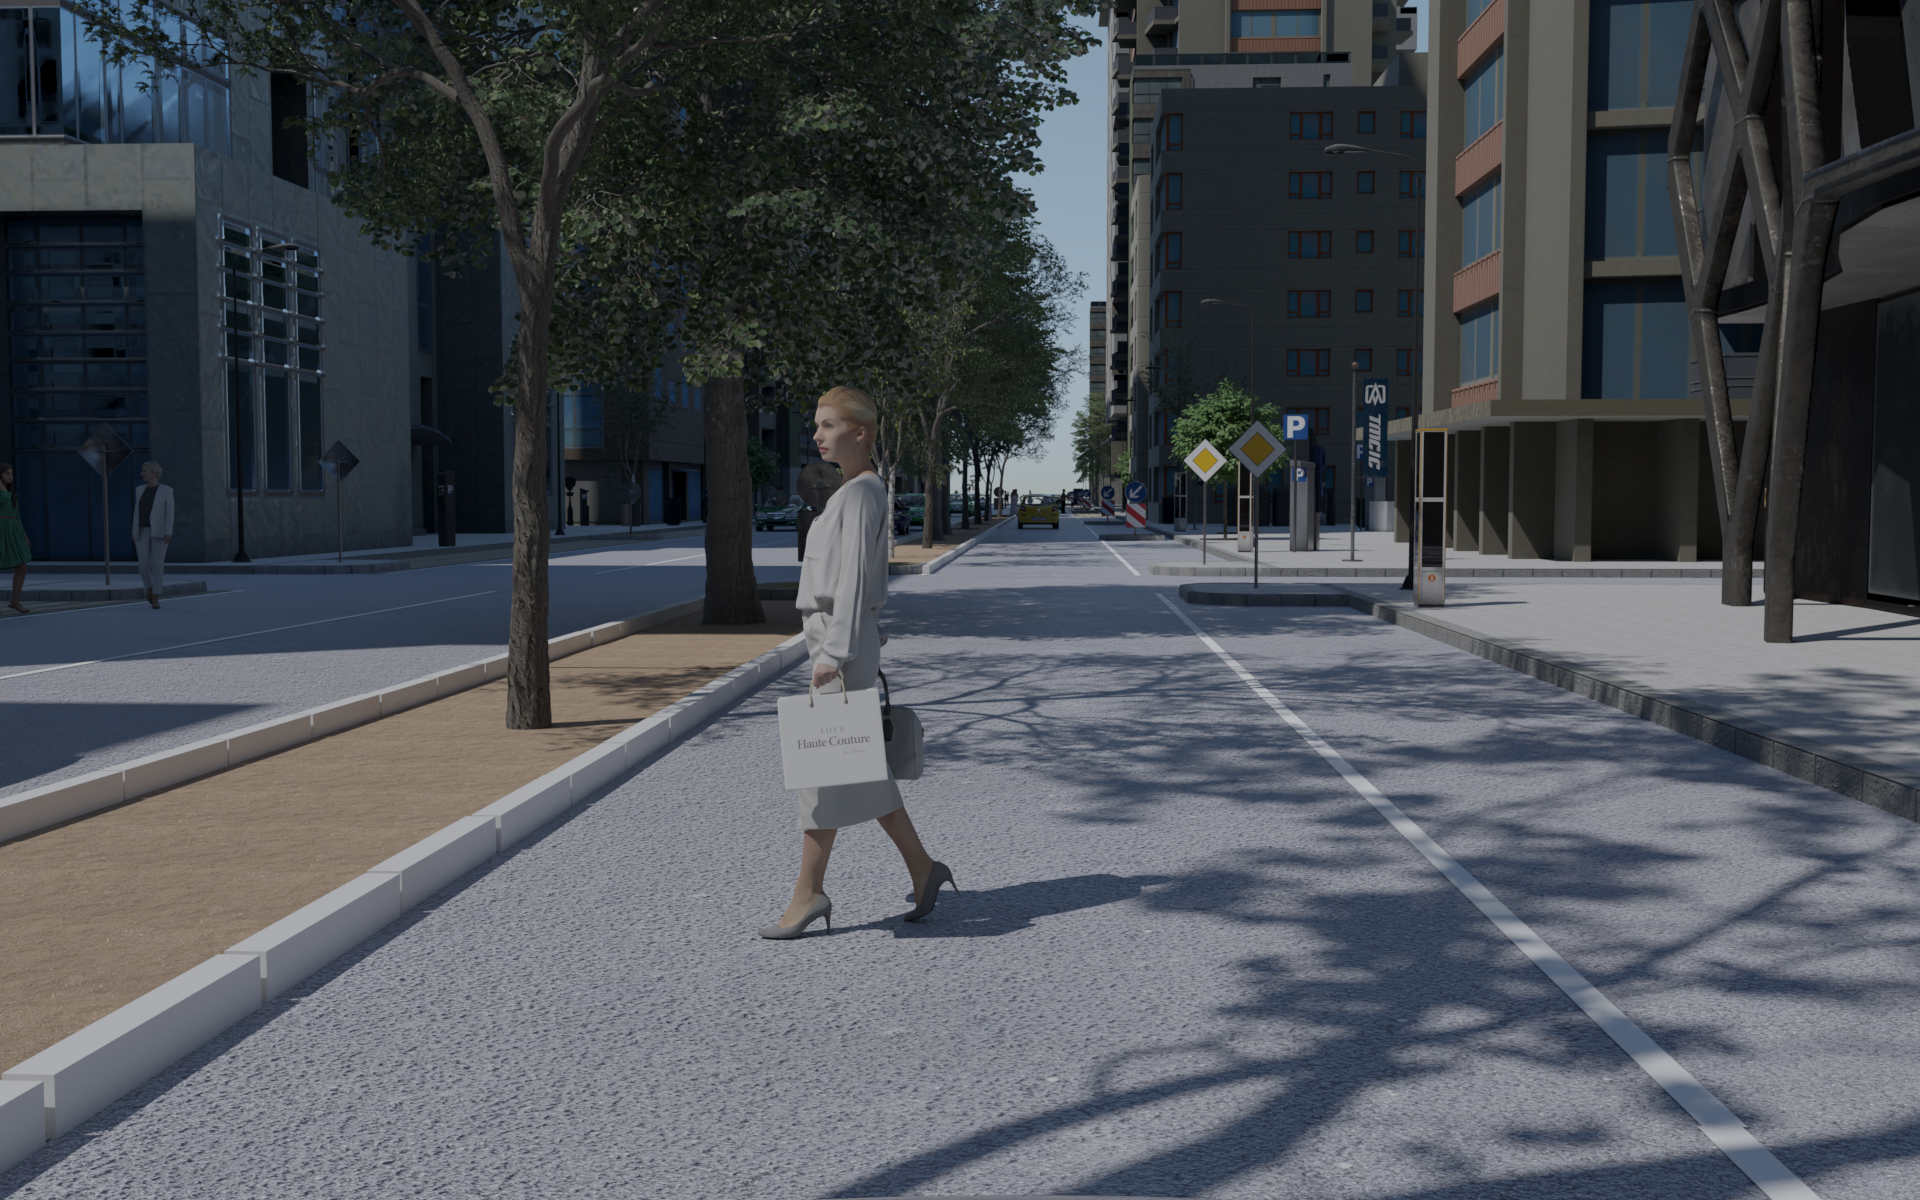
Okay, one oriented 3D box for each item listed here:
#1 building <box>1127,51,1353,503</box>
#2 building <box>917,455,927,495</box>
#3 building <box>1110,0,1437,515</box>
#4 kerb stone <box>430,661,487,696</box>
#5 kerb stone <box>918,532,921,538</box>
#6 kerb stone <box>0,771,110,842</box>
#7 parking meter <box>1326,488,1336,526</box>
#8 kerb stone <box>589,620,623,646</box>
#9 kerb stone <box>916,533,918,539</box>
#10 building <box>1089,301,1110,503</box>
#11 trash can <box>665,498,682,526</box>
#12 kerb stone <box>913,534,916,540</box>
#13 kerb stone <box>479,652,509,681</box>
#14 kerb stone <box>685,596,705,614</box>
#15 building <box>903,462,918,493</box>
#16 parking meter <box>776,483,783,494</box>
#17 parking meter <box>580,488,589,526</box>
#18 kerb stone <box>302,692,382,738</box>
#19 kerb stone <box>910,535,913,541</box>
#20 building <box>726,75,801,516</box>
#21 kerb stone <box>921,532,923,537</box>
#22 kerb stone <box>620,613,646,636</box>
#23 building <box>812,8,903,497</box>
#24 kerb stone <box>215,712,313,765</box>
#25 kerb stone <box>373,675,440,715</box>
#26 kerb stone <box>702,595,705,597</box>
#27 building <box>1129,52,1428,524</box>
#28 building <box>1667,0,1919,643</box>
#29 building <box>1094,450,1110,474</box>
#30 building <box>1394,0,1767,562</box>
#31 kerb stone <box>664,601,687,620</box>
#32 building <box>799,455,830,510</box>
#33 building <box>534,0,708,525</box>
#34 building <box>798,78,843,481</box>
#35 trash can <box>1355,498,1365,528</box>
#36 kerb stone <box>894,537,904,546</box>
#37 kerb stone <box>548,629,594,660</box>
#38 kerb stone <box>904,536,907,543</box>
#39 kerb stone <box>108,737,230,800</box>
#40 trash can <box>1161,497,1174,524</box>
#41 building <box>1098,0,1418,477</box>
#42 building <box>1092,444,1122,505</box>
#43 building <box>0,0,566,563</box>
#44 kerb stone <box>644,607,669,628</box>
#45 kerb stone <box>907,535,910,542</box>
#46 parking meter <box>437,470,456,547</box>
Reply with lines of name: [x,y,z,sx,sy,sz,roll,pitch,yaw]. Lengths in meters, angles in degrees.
building: [18.380,-21.138,117.309,14.160,30.474,14.107,0,4,3]
building: [-11.038,-34.376,212.150,14.600,45.320,14.200,0,4,3]
building: [23.347,-29.603,138.627,22.147,44.769,28.867,0,4,3]
kerb stone: [-3.691,0.585,12.638,0.120,0.150,1.000,0,4,3]
kerb stone: [-1.418,-2.015,55.148,0.120,0.150,1.000,0,4,3]
kerb stone: [-3.963,0.897,7.528,0.120,0.150,1.000,0,4,3]
parking meter: [14.995,-3.766,69.977,0.372,1.533,0.369,0,3,0]
kerb stone: [-3.468,0.334,16.731,0.120,0.150,1.000,0,4,3]
kerb stone: [-1.485,-1.952,54.117,0.120,0.150,1.000,0,4,3]
building: [26.257,-29.758,258.241,14.160,30.474,14.107,0,4,3]
trash can: [-11.664,-3.596,70.455,0.748,1.137,0.748,0,3,0]
kerb stone: [-1.531,-1.890,53.096,0.120,0.150,1.000,0,4,3]
kerb stone: [-3.638,0.525,13.669,0.120,0.150,1.000,0,4,3]
kerb stone: [-3.262,0.093,20.825,0.120,0.150,1.000,0,4,3]
building: [-9.329,-34.949,255.008,14.154,41.232,14.086,0,4,3]
parking meter: [-9.807,-5.408,94.138,0.255,1.863,0.399,1,4,21]
parking meter: [-15.174,-3.766,69.978,0.372,1.533,0.369,0,3,0]
kerb stone: [-3.803,0.709,10.597,0.120,0.150,1.000,0,4,3]
kerb stone: [-1.593,-1.827,52.076,0.120,0.150,1.000,0,4,3]
building: [-17.194,-20.081,100.025,14.160,30.474,14.107,0,4,3]
kerb stone: [-1.372,-2.077,56.177,0.120,0.150,1.000,0,4,3]
kerb stone: [-3.419,0.273,17.757,0.120,0.150,1.000,0,4,3]
building: [-16.922,-32.990,163.084,21.300,48.544,21.600,0,4,3]
kerb stone: [-3.860,0.772,9.569,0.120,0.150,1.000,0,4,3]
kerb stone: [-3.744,0.650,11.618,0.120,0.150,1.000,0,4,3]
kerb stone: [-3.204,0.021,21.852,0.120,0.150,1.000,0,4,3]
building: [23.156,-14.850,87.845,27.650,21.520,28.899,0,4,3]
building: [15.010,-8.904,13.036,16.820,18.784,16.811,0,4,3]
building: [29.719,-56.338,233.803,22.319,86.520,31.000,0,4,3]
building: [24.657,-23.588,40.289,28.867,44.769,22.147,0,4,3]
kerb stone: [-3.318,0.146,19.803,0.120,0.150,1.000,0,4,3]
building: [-19.716,-41.535,117.354,20.563,71.187,20.611,0,4,3]
building: [-19.241,-26.120,77.169,14.600,45.320,14.200,0,4,3]
building: [-24.584,-27.460,140.850,32.217,40.220,23.993,0,4,3]
trash can: [15.416,-3.326,66.039,0.748,1.137,0.748,0,3,0]
kerb stone: [-1.752,-1.640,49.014,0.120,0.150,1.000,0,4,3]
kerb stone: [-3.540,0.399,15.711,0.120,0.150,1.000,0,4,3]
kerb stone: [-1.695,-1.703,50.034,0.120,0.150,1.000,0,4,3]
kerb stone: [-3.913,0.835,8.549,0.120,0.150,1.000,0,4,3]
trash can: [8.943,-3.812,73.983,0.748,1.137,0.748,0,3,0]
building: [27.948,-35.315,166.640,28.713,52.752,27.495,0,4,3]
building: [26.533,-47.119,208.647,20.563,71.187,20.611,0,4,3]
building: [-24.357,-44.827,45.598,22.319,86.520,31.000,0,4,3]
kerb stone: [-3.356,0.209,18.777,0.120,0.150,1.000,0,4,3]
kerb stone: [-1.645,-1.762,51.055,0.120,0.150,1.000,0,4,3]
parking meter: [-12.551,-2.238,42.308,0.255,1.863,0.399,2,4,25]
